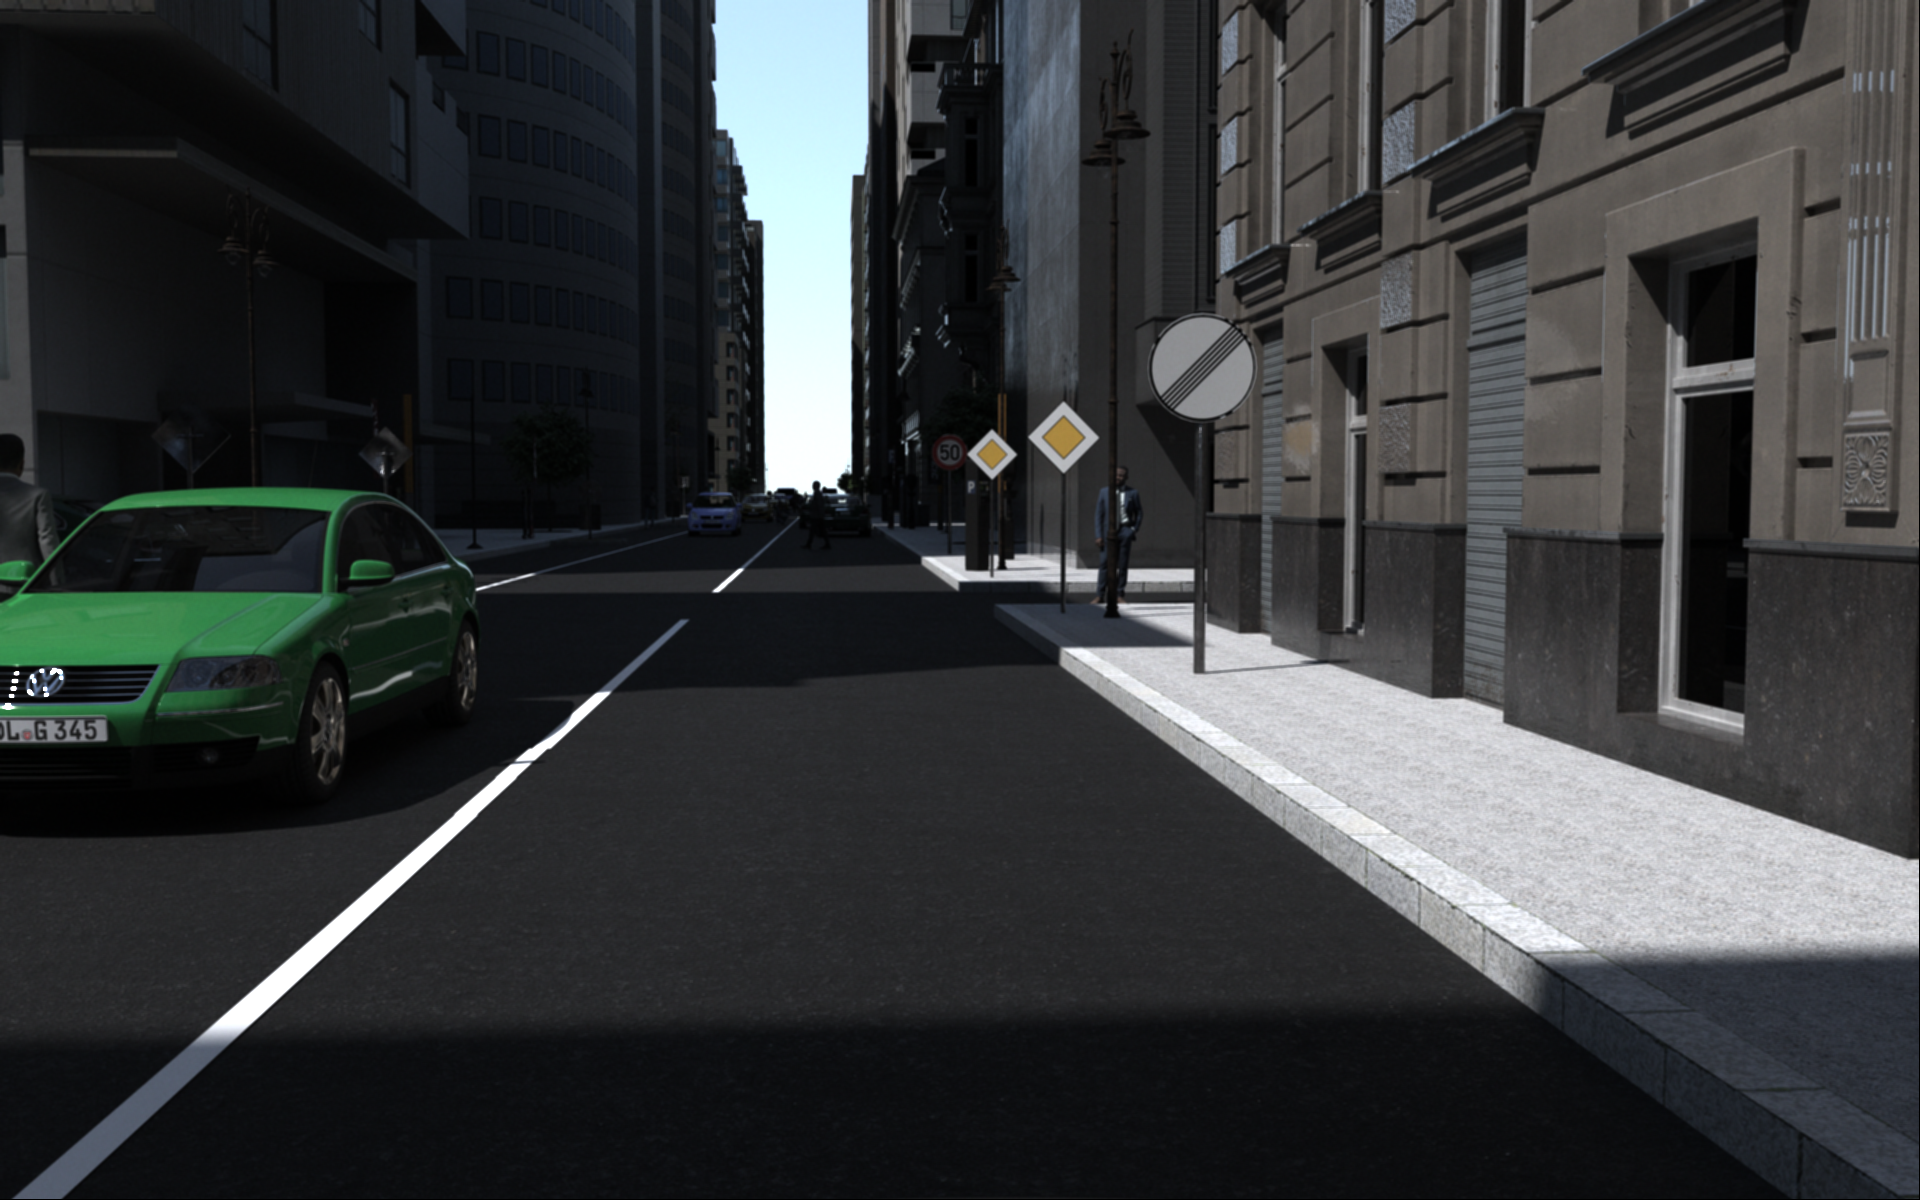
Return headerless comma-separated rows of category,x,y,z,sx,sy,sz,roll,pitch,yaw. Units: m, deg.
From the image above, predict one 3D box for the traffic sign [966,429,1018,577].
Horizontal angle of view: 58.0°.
traffic sign,0.489,-1.404,26.591,0.795,2.450,0.064,0,4,-4

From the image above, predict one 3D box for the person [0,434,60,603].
person,-5.695,-0.097,10.358,0.678,1.792,0.850,-1,4,-17

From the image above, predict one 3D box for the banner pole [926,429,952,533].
banner pole,-0.677,-4.077,56.674,0.863,3.779,0.401,1,4,9

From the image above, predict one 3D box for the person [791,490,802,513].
person,-12.644,-7.621,133.652,0.990,1.755,0.434,-2,4,-27

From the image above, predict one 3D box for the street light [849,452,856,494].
street light,-11.569,-13.183,188.321,0.468,5.910,1.993,0,4,-4

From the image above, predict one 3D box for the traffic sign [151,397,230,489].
traffic sign,-7.960,-0.875,17.947,0.795,2.450,0.064,0,4,-4

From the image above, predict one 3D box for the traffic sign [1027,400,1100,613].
traffic sign,1.108,-0.917,18.629,0.795,2.450,0.064,0,4,-4

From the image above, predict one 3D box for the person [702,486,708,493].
person,-12.506,-4.689,85.262,0.391,1.810,0.635,-3,5,-45

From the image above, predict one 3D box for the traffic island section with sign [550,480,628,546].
traffic island section with sign,-10.380,-2.445,48.605,1.989,1.847,2.006,0,4,-4

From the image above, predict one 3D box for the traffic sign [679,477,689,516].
traffic sign,-16.082,-6.043,100.940,0.606,2.300,0.079,0,4,4

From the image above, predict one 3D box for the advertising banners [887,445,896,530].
advertising banners,-2.476,-4.070,62.734,0.090,3.025,2.074,-1,4,-9

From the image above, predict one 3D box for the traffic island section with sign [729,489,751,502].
traffic island section with sign,-16.335,-7.138,125.337,1.989,1.847,2.006,0,4,-4

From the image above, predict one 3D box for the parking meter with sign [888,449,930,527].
parking meter with sign,-1.971,-4.381,67.882,1.738,3.016,0.543,-3,5,-40

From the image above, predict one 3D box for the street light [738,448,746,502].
street light,-22.024,-12.306,173.991,0.468,5.910,1.993,0,4,-4

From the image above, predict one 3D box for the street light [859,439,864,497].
street light,-8.086,-10.346,141.947,0.468,5.910,1.993,0,4,-4

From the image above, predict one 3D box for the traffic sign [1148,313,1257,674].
traffic sign,1.710,-0.746,12.308,0.768,2.556,0.104,0,4,2

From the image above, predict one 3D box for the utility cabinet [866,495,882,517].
utility cabinet,-4.638,-5.153,95.405,1.020,1.237,0.306,0,4,-3

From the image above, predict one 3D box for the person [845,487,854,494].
person,-5.898,-5.151,92.981,0.793,1.790,0.793,3,5,44

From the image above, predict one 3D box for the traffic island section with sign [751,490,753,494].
traffic island section with sign,-18.466,-8.806,152.602,1.989,1.847,2.006,0,4,-4

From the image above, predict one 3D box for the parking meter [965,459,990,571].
parking meter,0.294,-1.422,28.961,0.255,1.863,0.399,-3,4,-39

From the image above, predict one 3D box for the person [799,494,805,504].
person,-11.125,-6.753,122.152,0.421,1.427,0.697,-3,5,-41

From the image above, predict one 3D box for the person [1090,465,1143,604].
person,2.007,-0.837,22.360,0.721,1.800,0.419,0,4,-3

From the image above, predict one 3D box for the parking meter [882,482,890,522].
parking meter,-3.458,-4.607,81.033,0.399,1.863,0.255,0,4,0

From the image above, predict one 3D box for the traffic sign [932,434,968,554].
traffic sign,-0.222,-2.261,37.072,0.768,2.556,0.104,0,4,-3

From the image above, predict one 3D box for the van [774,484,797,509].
van,-16.321,-9.704,163.041,2.240,2.365,5.245,0,4,-3

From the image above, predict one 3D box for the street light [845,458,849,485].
street light,-14.391,-15.356,223.852,0.468,5.910,1.993,0,4,-4

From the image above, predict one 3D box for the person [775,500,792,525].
person,-8.247,-4.094,80.931,0.738,1.151,1.012,3,5,43

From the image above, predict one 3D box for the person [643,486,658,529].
person,-12.703,-3.812,71.172,0.623,1.781,0.721,0,4,-7

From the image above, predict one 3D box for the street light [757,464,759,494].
street light,-25.718,-15.162,220.684,0.468,5.910,1.993,0,4,-4

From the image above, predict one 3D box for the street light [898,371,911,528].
street light,-2.080,-5.646,65.093,0.468,5.910,1.993,0,4,-4

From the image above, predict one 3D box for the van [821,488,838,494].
van,-14.273,-11.248,188.285,2.240,2.365,5.245,0,4,-6

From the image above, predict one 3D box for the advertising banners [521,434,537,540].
advertising banners,-12.341,-3.274,49.715,0.090,3.025,2.074,0,4,-2

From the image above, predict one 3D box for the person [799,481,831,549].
person,-3.787,-2.219,45.176,0.834,1.777,0.661,-1,4,-11

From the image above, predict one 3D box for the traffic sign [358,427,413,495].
traffic sign,-8.580,-1.362,25.908,0.795,2.450,0.064,0,4,-4

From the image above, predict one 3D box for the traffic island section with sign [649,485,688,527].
traffic island section with sign,-12.466,-4.089,75.480,1.989,1.847,2.006,0,4,-4

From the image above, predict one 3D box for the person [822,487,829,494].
person,-6.067,-4.233,78.136,0.576,1.772,0.534,-2,4,-32

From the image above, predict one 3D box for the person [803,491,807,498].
person,-17.905,-11.753,201.367,1.217,1.736,0.721,-2,4,-24

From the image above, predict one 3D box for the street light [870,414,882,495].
street light,-4.793,-7.819,100.633,0.468,5.910,1.993,0,4,-4

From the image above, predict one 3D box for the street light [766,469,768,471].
street light,-28.639,-17.383,256.993,0.468,5.910,1.993,0,4,-4

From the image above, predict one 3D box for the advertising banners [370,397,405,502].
advertising banners,-10.709,-2.215,32.401,0.090,3.025,2.074,0,4,-3

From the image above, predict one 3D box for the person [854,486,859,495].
person,-4.705,-4.242,78.194,0.374,1.781,0.599,0,4,7

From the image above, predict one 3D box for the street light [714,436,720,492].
street light,-19.364,-10.132,138.447,0.468,5.910,1.993,0,4,-4

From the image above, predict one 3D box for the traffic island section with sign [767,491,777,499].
traffic island section with sign,-24.816,-13.806,234.350,1.989,1.847,2.006,0,4,-4

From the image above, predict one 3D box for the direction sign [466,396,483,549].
direction sign,-11.383,-2.968,40.517,0.379,3.537,0.876,-1,4,-18
